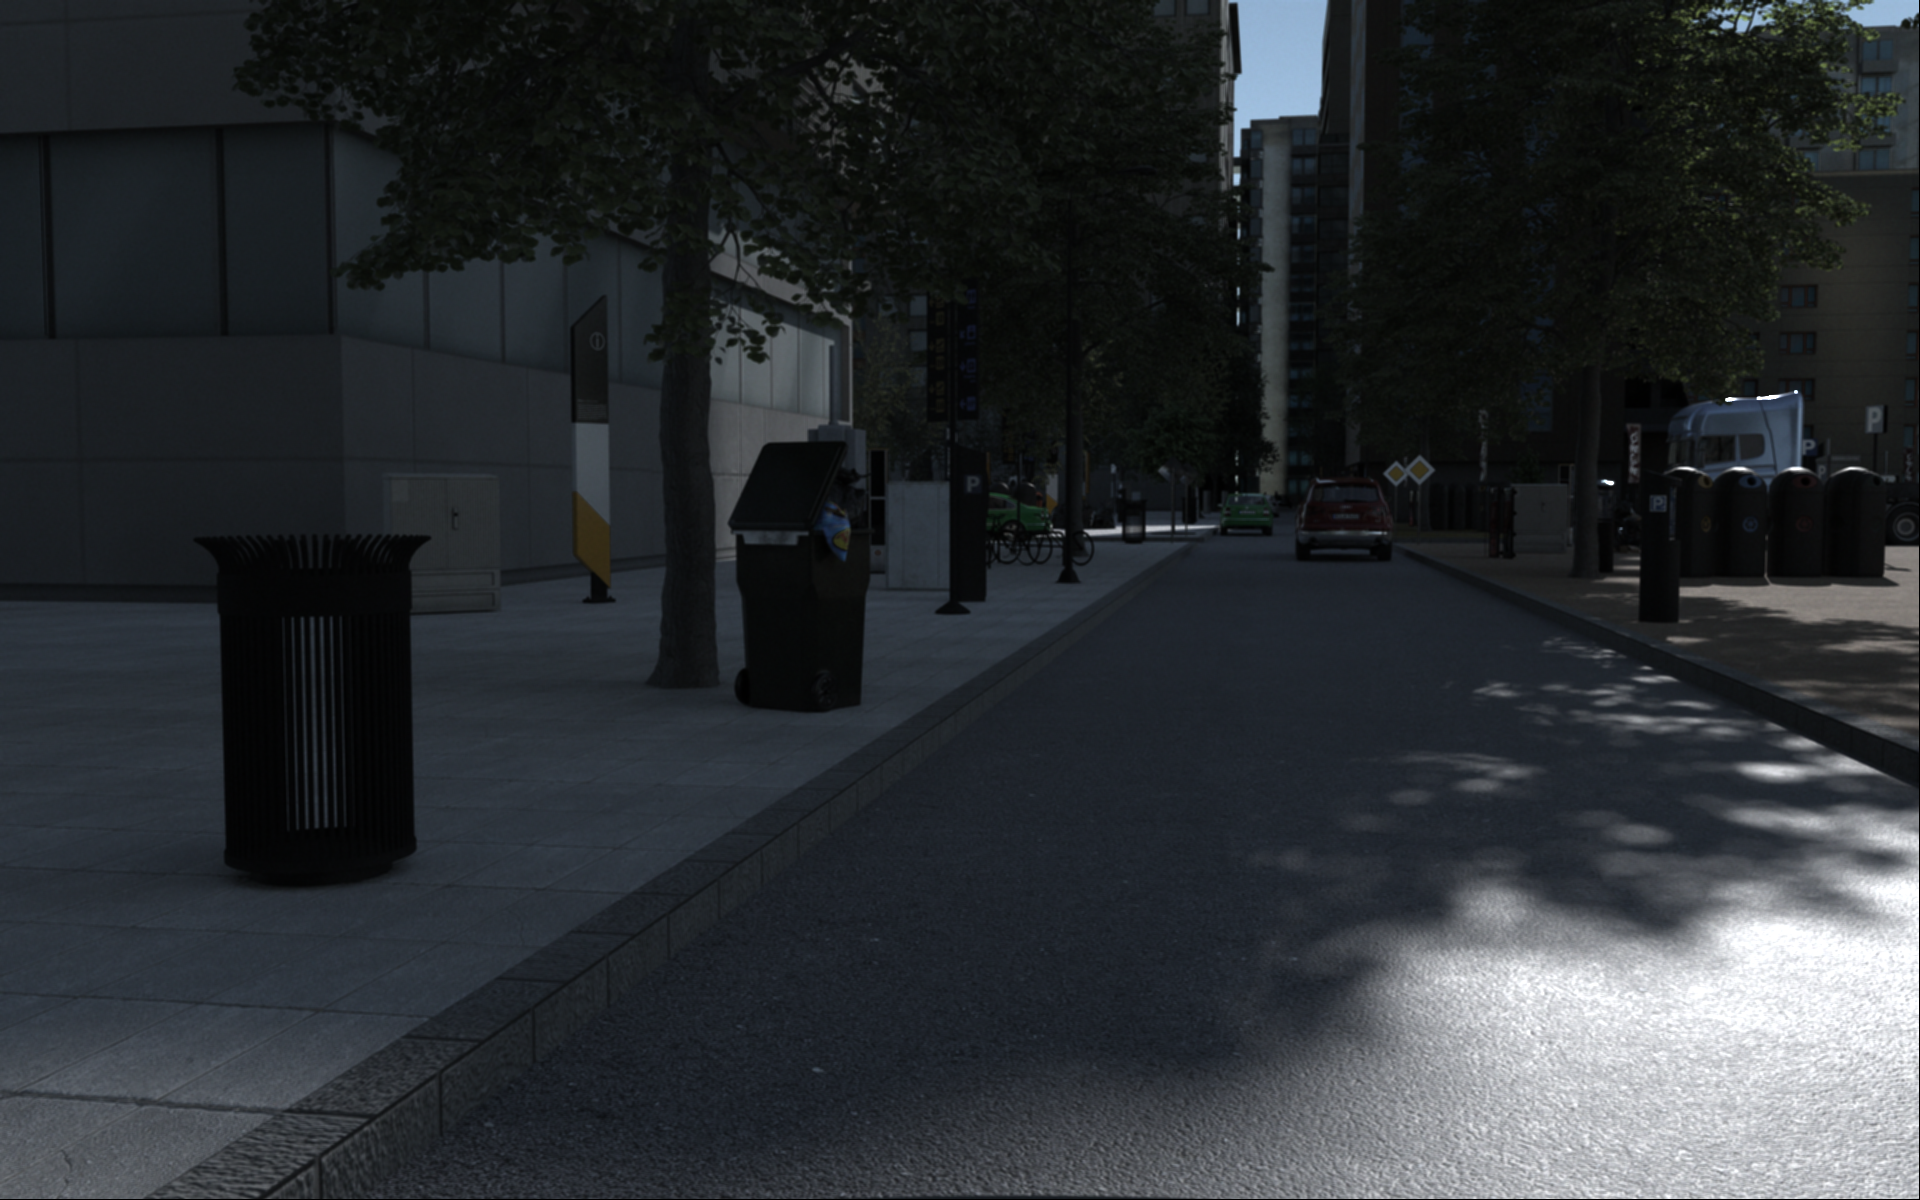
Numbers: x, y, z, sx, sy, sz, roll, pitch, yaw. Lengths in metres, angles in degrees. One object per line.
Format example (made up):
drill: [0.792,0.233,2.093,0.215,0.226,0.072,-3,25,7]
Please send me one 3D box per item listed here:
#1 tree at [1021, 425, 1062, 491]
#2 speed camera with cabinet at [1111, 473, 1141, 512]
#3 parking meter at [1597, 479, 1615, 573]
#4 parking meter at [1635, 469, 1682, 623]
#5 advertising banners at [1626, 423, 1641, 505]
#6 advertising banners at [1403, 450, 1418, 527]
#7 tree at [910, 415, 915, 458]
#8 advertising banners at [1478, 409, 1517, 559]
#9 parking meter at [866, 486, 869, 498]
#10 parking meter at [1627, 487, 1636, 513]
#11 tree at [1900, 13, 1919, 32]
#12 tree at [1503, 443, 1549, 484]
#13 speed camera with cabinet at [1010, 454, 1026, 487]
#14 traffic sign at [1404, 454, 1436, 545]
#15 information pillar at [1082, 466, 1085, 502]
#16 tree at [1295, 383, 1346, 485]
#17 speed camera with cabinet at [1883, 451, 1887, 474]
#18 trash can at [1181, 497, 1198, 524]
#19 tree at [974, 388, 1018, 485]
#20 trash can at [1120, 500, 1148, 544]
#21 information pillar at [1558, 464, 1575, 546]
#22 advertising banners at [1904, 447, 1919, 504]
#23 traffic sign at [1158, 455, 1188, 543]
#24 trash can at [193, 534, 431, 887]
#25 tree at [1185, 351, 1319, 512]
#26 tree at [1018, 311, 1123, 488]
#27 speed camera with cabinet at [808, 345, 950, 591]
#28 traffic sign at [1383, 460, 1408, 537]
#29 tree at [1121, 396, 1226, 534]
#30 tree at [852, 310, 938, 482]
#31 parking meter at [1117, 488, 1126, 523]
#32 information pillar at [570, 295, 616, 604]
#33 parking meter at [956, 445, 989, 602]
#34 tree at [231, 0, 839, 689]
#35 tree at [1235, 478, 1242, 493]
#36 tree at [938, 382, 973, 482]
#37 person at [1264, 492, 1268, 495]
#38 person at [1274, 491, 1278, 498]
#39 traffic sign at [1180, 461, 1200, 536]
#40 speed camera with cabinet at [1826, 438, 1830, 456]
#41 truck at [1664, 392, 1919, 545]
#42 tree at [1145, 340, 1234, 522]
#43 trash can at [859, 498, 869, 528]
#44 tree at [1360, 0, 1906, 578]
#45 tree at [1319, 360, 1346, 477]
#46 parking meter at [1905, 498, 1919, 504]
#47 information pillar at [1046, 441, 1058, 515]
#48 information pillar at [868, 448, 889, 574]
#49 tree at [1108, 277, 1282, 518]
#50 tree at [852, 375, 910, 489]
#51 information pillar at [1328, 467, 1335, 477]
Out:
tree: [5.146,-10.794,126.836,4.737,8.622,4.395,0,3,0]
speed camera with cabinet: [11.761,-7.858,122.820,2.038,3.252,0.660,-1,4,-14]
parking meter: [10.530,-1.223,28.403,0.372,1.533,0.369,0,3,0]
parking meter: [7.039,-0.550,17.405,0.372,1.533,0.369,0,3,0]
advertising banners: [17.318,-2.875,43.195,2.074,3.025,0.090,-2,4,-27]
advertising banners: [17.868,-4.417,68.405,0.090,3.025,2.074,0,4,-6]
tree: [-5.070,-10.443,121.097,4.737,8.622,4.395,0,3,0]
advertising banners: [10.836,-2.375,35.021,0.090,3.025,2.074,0,4,-3]
parking meter: [-6.635,-7.249,124.233,0.399,1.863,0.255,1,4,13]
parking meter: [25.845,-3.561,66.639,0.372,1.533,0.369,0,3,0]
tree: [11.048,-4.017,16.042,4.737,8.622,4.395,0,3,0]
tree: [21.388,-4.337,65.515,1.663,3.219,1.824,0,3,0]
speed camera with cabinet: [2.518,-5.670,87.047,0.660,3.252,2.038,-2,4,-31]
traffic sign: [11.607,-2.456,43.803,0.795,2.450,0.064,1,4,10]
information pillar: [8.426,-7.677,116.872,0.504,3.616,0.183,1,4,12]
tree: [24.765,-10.174,116.701,4.360,8.622,3.978,0,3,0]
speed camera with cabinet: [41.875,-5.231,79.857,2.038,3.252,0.660,2,4,25]
trash can: [9.832,-3.826,74.202,0.748,1.137,0.748,0,3,0]
tree: [3.486,-8.814,94.466,4.360,8.622,3.978,0,3,0]
trash can: [4.513,-2.036,44.945,0.748,1.137,0.748,0,3,0]
information pillar: [14.887,-2.329,42.570,0.304,2.012,0.304,2,4,35]
advertising banners: [35.391,-4.120,63.545,0.090,3.025,2.074,-1,4,-15]
traffic sign: [5.511,-2.523,44.899,0.795,2.450,0.064,1,4,10]
trash can: [-2.164,0.355,5.845,0.748,1.137,0.748,0,3,0]
tree: [17.908,-11.975,121.542,9.928,11.665,9.643,0,3,0]
tree: [4.413,-7.185,67.843,4.360,8.622,3.978,0,3,0]
speed camera with cabinet: [-0.977,-1.764,23.176,2.038,3.252,0.660,1,4,12]
traffic sign: [12.999,-2.937,51.667,0.795,2.450,0.064,1,4,10]
tree: [6.936,-4.391,55.512,4.285,4.588,4.351,0,3,0]
tree: [-3.594,-7.161,67.438,4.360,8.622,3.978,0,3,0]
parking meter: [7.286,-4.260,78.064,0.372,1.533,0.369,0,3,0]
information pillar: [-4.318,-1.770,20.297,0.183,3.616,0.504,3,5,41]
parking meter: [0.127,-0.916,20.684,0.399,1.863,0.255,-1,4,-18]
tree: [-1.717,-5.721,11.658,7.486,12.596,7.792,0,3,0]
tree: [27.252,-10.915,173.059,1.663,3.219,1.824,0,3,0]
tree: [-2.460,-8.036,81.755,4.360,8.622,3.978,0,3,0]
person: [31.559,-10.320,178.708,0.415,1.643,0.593,-3,5,-45]
person: [33.694,-10.751,185.014,0.721,1.736,1.217,-1,4,-23]
traffic sign: [6.903,-3.004,52.762,0.795,2.450,0.064,1,4,10]
speed camera with cabinet: [31.246,-4.081,61.056,0.660,3.252,2.038,-1,4,-18]
truck: [27.873,-3.419,45.660,18.799,4.110,2.967,1,4,8]
tree: [10.785,-7.936,80.115,4.737,8.622,4.395,0,3,0]
trash can: [-3.587,-3.250,64.784,0.748,1.137,0.748,0,3,0]
tree: [10.003,-6.603,26.093,7.486,12.596,7.792,0,3,0]
tree: [28.274,-12.532,130.648,9.928,11.665,9.643,0,3,0]
parking meter: [29.462,-2.764,53.606,0.372,1.533,0.369,0,3,0]
information pillar: [3.845,-4.940,72.121,0.504,3.616,0.183,0,4,0]
information pillar: [-1.309,-1.434,27.941,0.304,2.012,0.304,0,4,4]
tree: [12.387,-10.689,91.769,9.611,12.733,9.660,0,3,0]
tree: [-6.444,-9.878,111.862,4.737,8.622,4.395,0,3,0]
information pillar: [26.558,-8.096,123.720,0.504,3.616,0.183,1,4,21]
